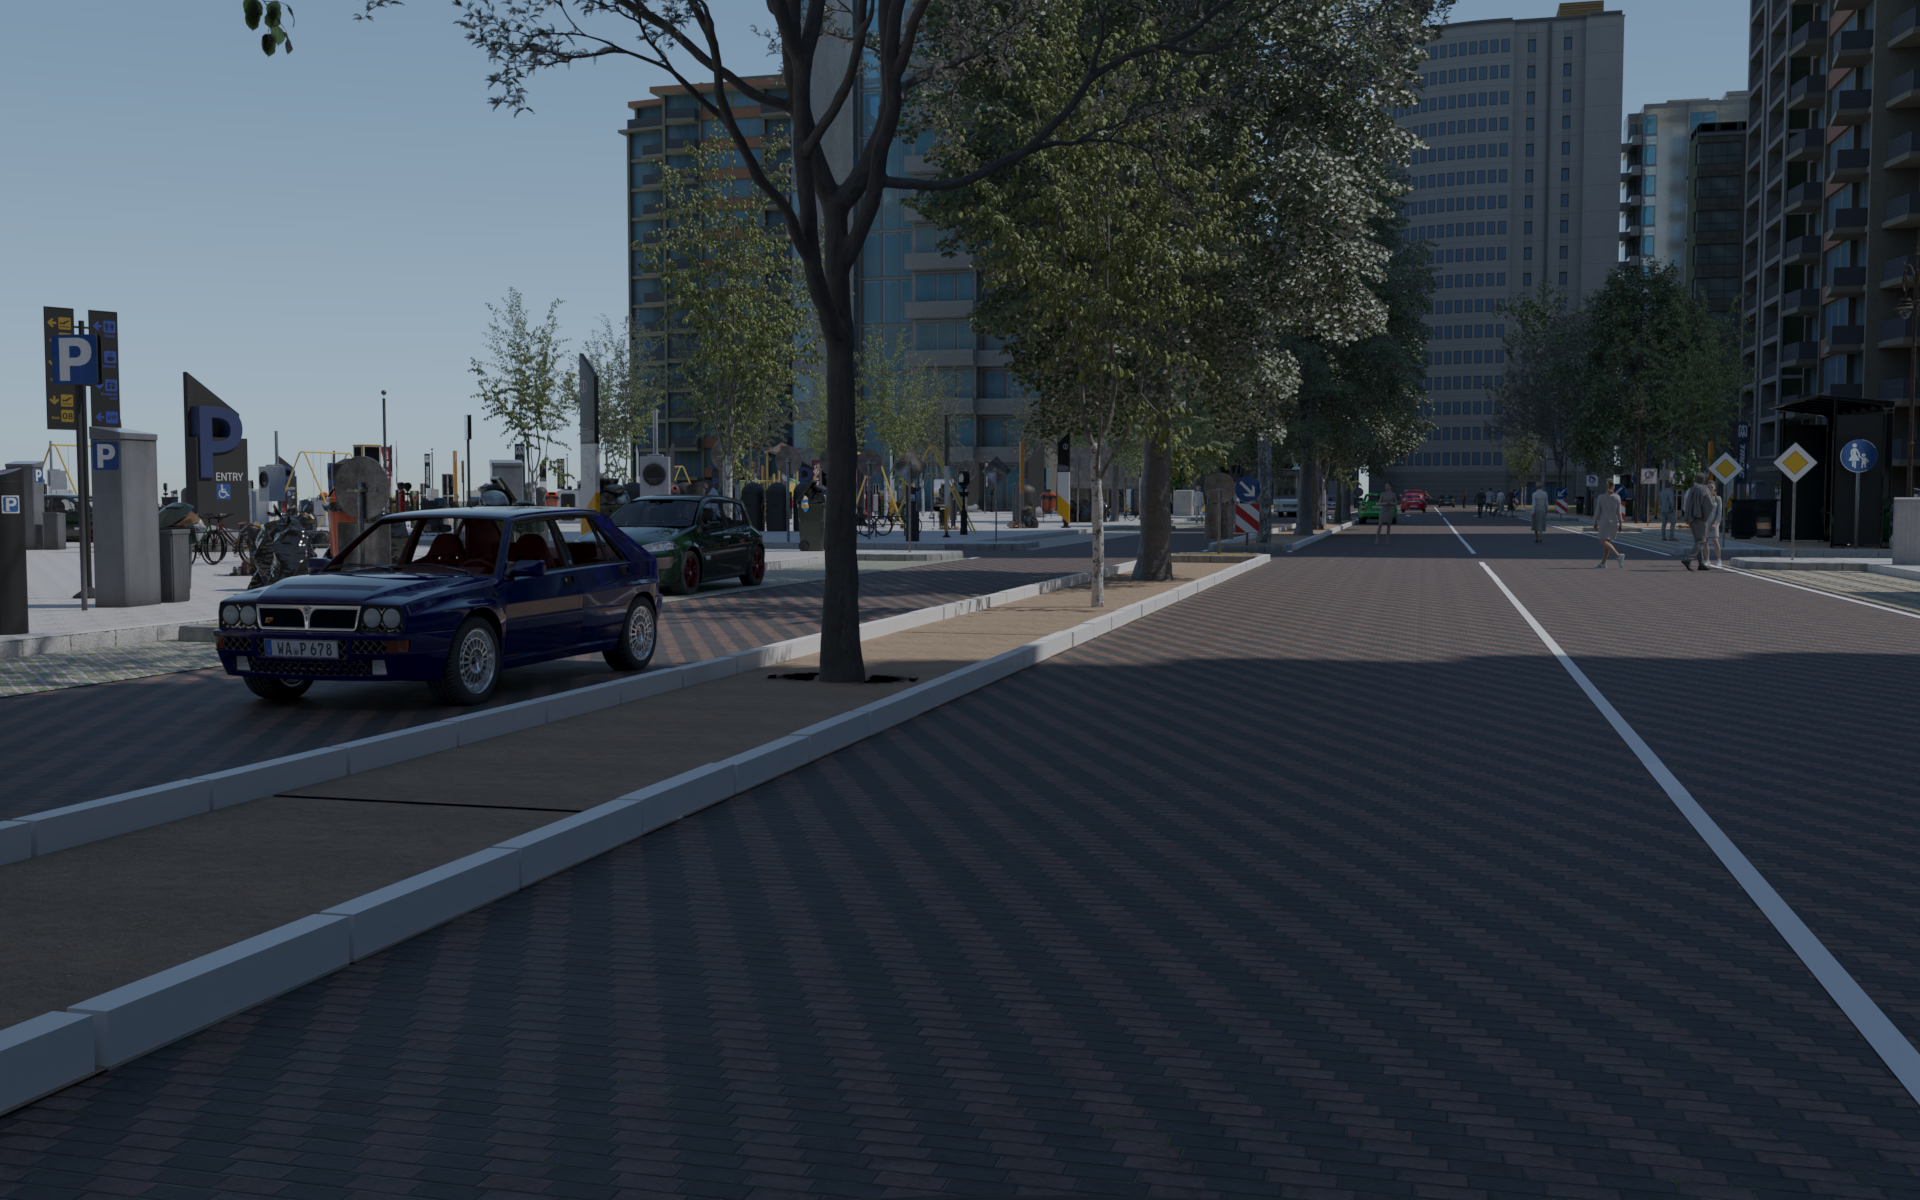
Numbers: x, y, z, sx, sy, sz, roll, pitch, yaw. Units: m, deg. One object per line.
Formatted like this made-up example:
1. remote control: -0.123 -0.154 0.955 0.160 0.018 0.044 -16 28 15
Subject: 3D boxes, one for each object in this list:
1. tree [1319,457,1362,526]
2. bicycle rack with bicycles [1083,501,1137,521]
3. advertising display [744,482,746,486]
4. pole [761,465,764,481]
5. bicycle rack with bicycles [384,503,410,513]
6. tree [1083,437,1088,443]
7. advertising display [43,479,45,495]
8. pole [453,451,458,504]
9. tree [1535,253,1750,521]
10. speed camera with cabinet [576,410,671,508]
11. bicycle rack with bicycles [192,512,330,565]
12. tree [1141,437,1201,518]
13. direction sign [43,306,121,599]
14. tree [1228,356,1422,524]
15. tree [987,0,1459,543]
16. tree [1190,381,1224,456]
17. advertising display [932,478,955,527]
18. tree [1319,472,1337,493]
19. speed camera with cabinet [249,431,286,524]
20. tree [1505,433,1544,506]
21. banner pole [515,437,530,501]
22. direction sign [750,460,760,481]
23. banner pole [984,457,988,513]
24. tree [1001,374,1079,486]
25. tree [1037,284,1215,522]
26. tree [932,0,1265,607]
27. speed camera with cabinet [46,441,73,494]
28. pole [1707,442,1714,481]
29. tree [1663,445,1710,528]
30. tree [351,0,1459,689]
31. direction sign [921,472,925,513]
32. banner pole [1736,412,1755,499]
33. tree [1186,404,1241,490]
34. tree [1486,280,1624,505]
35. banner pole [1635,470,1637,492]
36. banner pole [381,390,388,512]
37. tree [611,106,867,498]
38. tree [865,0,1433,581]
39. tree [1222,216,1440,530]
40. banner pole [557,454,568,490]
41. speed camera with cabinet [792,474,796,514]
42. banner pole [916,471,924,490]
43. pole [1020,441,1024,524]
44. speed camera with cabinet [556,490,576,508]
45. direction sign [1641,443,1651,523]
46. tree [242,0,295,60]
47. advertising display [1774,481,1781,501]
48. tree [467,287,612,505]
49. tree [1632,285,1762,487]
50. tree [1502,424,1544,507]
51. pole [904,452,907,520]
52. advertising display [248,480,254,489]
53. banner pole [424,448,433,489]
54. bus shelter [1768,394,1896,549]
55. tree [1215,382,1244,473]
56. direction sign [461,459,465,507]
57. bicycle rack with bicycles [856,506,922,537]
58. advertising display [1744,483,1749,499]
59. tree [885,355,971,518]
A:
1. tree: 16.193 -7.575 76.665 4.737 8.622 4.395 0 3 0
2. bicycle rack with bicycles: 6.636 -4.255 82.950 2.925 0.926 2.852 3 5 44
3. advertising display: -11.453 -5.401 93.523 0.123 1.923 0.974 0 4 8
4. pole: -14.033 -7.918 123.298 0.158 3.312 0.155 0 3 0
5. bicycle rack with bicycles: -30.821 -4.841 92.530 2.925 0.926 2.852 -1 4 -21
6. tree: 6.871 -10.037 114.462 4.360 8.622 3.978 0 3 0
7. advertising display: -38.156 -4.039 71.258 0.123 1.923 0.974 3 4 39
8. pole: -23.710 -5.354 81.375 0.158 3.312 0.155 0 3 0
9. tree: 32.622 -10.146 82.890 9.611 12.733 9.660 0 3 0
10. speed camera with cabinet: -7.801 -2.816 40.382 2.038 3.252 0.660 0 4 -5
11. bicycle rack with bicycles: -12.999 -1.110 31.536 2.852 0.926 2.925 2 4 24
12. tree: 11.309 -6.712 93.449 4.285 4.588 4.351 0 3 0
13. direction sign: -10.749 -1.791 21.281 0.379 3.537 0.876 3 4 38
14. tree: 18.425 -9.507 83.656 9.928 11.665 9.643 0 3 0
15. tree: 7.502 -11.645 48.735 12.611 20.169 13.585 0 3 0
16. tree: 20.061 -12.282 126.572 9.928 11.665 9.643 0 3 0
17. advertising display: -0.647 -3.858 68.289 0.974 1.923 0.123 -2 4 -26
18. tree: 22.230 -9.051 100.797 4.360 8.622 3.978 0 3 0
19. speed camera with cabinet: -22.028 -3.685 54.579 2.038 3.252 0.660 3 5 41
20. tree: 58.872 -14.077 180.527 4.360 8.622 3.978 0 3 0
21. banner pole: -19.000 -5.225 75.440 0.863 3.779 0.401 0 4 7
22. direction sign: -13.556 -7.496 114.564 0.379 3.537 0.876 3 5 43
23. banner pole: 1.735 -7.693 115.796 0.401 3.779 0.863 1 4 21
24. tree: 4.309 -9.434 104.609 4.360 8.622 3.978 0 3 0
25. tree: 7.212 -9.934 80.544 7.486 12.596 7.792 0 3 0
26. tree: 1.711 -4.190 21.334 4.737 8.622 4.395 0 3 0
27. speed camera with cabinet: -33.115 -4.245 63.743 0.660 3.252 2.038 -2 4 -35
28. pole: 29.361 -4.524 67.808 0.158 3.312 0.155 0 3 0
29. tree: 28.204 -4.405 66.629 1.663 3.219 1.824 0 3 0
30. tree: -0.911 -6.107 12.676 12.009 13.543 11.850 0 3 0
31. direction sign: -2.484 -7.575 115.855 0.379 3.537 0.876 0 4 -1
32. banner pole: 23.882 -3.832 52.663 0.863 3.779 0.401 -2 4 -26
33. tree: 16.772 -10.089 115.320 4.360 8.622 3.978 0 3 0
34. tree: 51.882 -18.041 150.866 12.611 20.169 13.585 0 3 0
35. banner pole: 37.436 -6.451 95.498 0.863 3.779 0.401 -2 4 -33
36. banner pole: -13.908 -3.176 41.941 0.401 3.779 0.863 -1 4 -16
37. tree: -4.337 -5.117 34.024 4.737 8.622 4.395 0 3 0
38. tree: 3.214 -7.297 28.412 9.857 13.997 8.962 0 3 0
39. tree: 14.184 -9.149 69.050 9.611 12.733 9.660 0 3 0
40. banner pole: -24.554 -7.174 107.306 0.863 3.779 0.401 -1 4 -14
41. speed camera with cabinet: -10.765 -7.200 112.058 0.660 3.252 2.038 0 4 7
42. banner pole: -2.875 -8.045 121.558 0.863 3.779 0.401 -2 4 -28
43. pole: 2.398 -4.476 67.028 0.158 3.312 0.155 0 3 0
44. speed camera with cabinet: -16.443 -4.958 75.398 2.038 3.252 0.660 0 4 3
45. direction sign: 30.543 -5.200 77.013 0.379 3.537 0.876 0 4 6
46. tree: -2.965 -3.170 4.648 4.360 8.622 3.978 0 3 0
47. advertising display: 42.079 -5.089 88.420 0.974 1.923 0.123 3 5 45
48. tree: -15.132 -6.771 61.075 4.737 8.622 4.395 0 3 0
49. tree: 25.800 -6.715 60.160 4.737 8.622 4.395 0 3 0
50. tree: 56.231 -13.610 172.879 4.737 8.622 4.395 0 3 0
51. pole: -2.679 -5.553 84.630 0.158 3.312 0.155 0 3 0
52. advertising display: -33.296 -4.634 80.982 0.974 1.923 0.123 3 5 41
53. banner pole: -28.899 -6.384 94.390 0.401 3.779 0.863 2 4 24
54. bus shelter: 21.860 -3.204 43.676 1.731 3.624 6.357 1 4 15
55. tree: 14.212 -11.396 104.454 7.486 12.596 7.792 0 3 0
56. direction sign: -33.824 -7.699 117.879 0.379 3.537 0.876 0 4 -6
57. bicycle rack with bicycles: -2.958 -2.413 52.832 2.925 0.926 2.852 2 4 28
58. advertising display: 44.766 -5.661 97.765 0.123 1.923 0.974 -3 5 -41
59. tree: -1.265 -8.598 90.934 4.360 8.622 3.978 0 3 0
